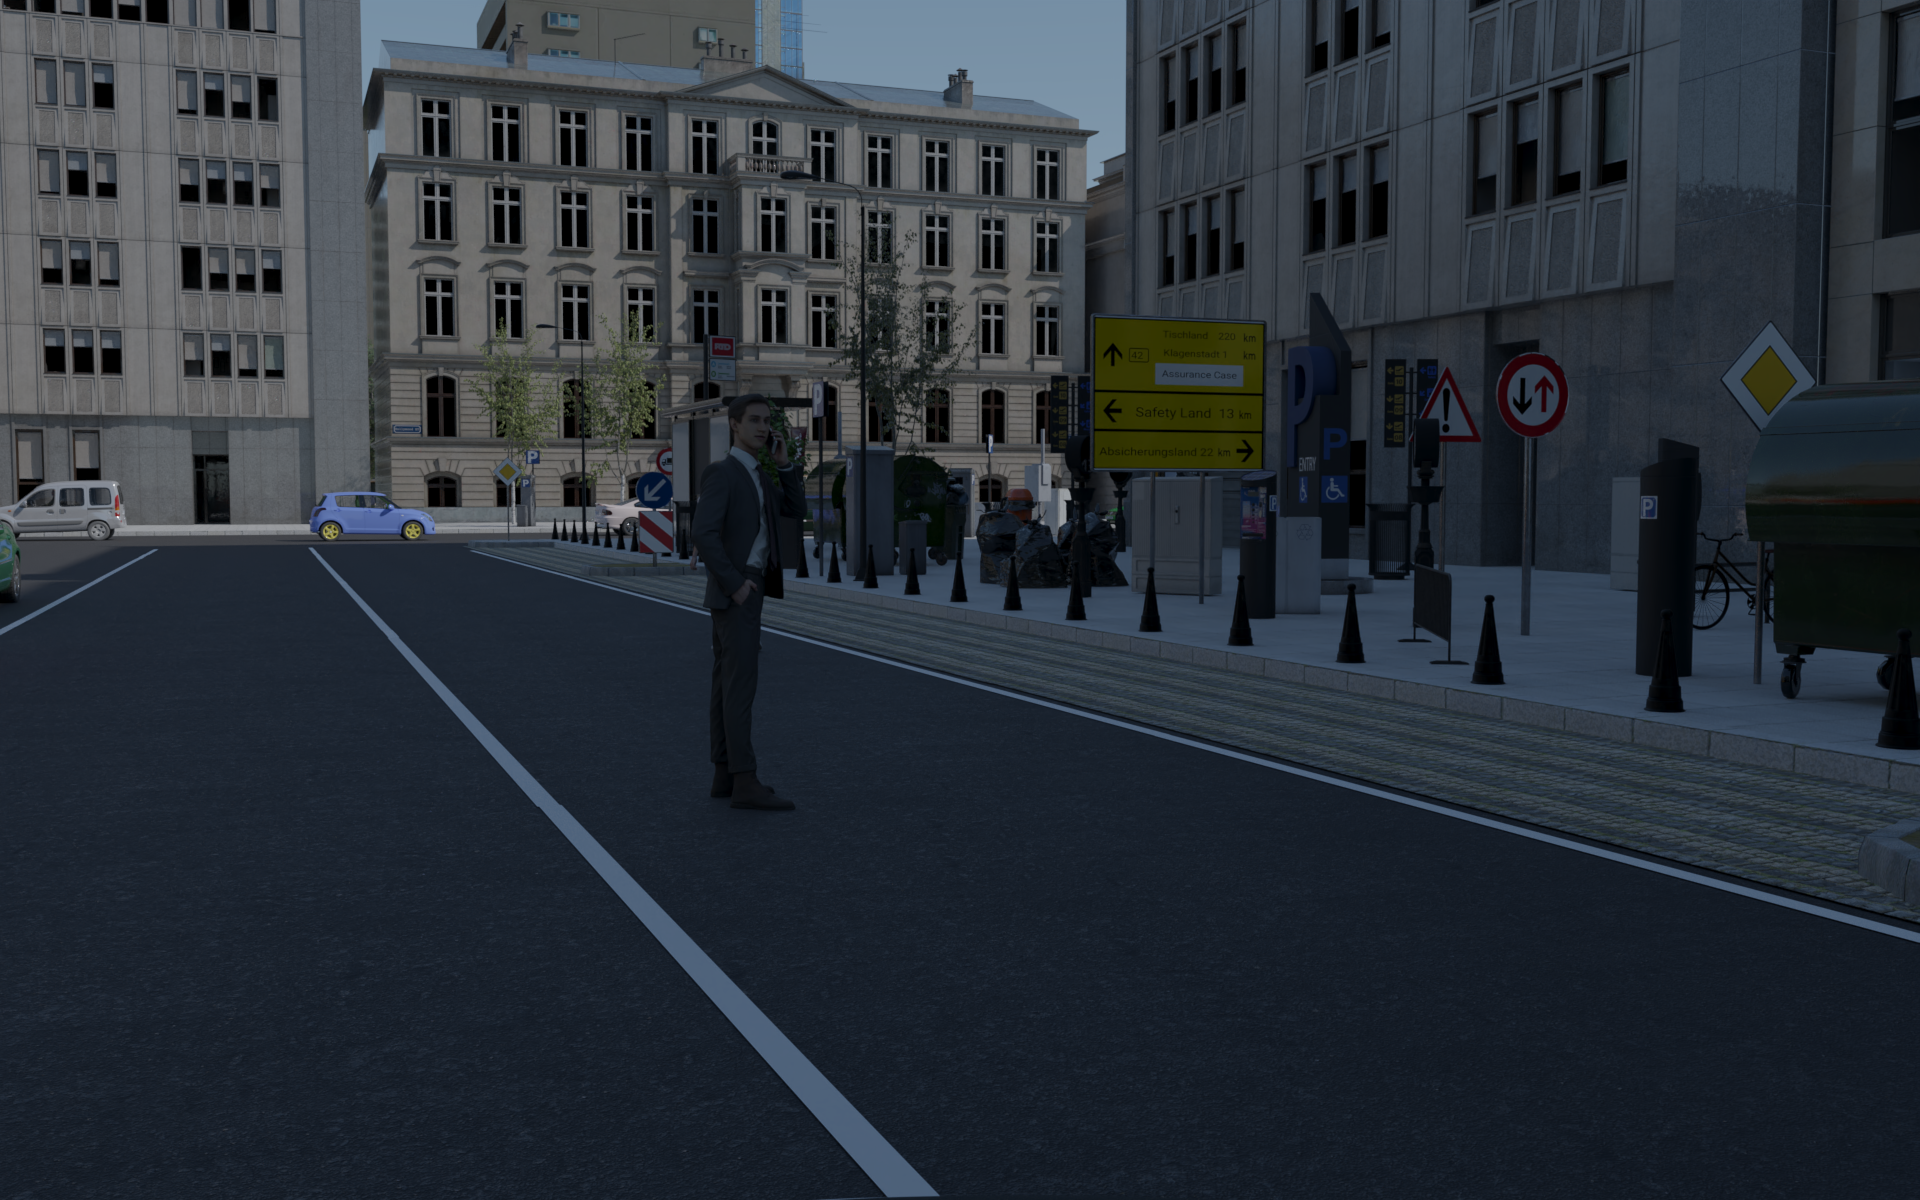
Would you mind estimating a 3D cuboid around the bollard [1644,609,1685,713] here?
[{"bbox_3d":[4.175,0.355,10.245,0.229,0.601,0.229,0,3,0],"label":"bollard"}]

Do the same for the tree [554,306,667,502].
[{"bbox_3d":[-13.380,-7.198,68.050,4.737,8.622,4.395,0,3,0],"label":"tree"}]

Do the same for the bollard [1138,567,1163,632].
[{"bbox_3d":[1.780,-0.008,16.167,0.229,0.601,0.229,0,3,0],"label":"bollard"}]

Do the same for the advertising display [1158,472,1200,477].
[{"bbox_3d":[3.369,-1.303,26.513,0.123,1.923,0.974,3,5,45],"label":"advertising display"}]

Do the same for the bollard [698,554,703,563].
[{"bbox_3d":[-4.815,-1.006,32.492,0.229,0.601,0.229,0,3,0],"label":"bollard"}]

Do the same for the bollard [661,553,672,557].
[{"bbox_3d":[-6.016,-1.188,35.464,0.229,0.601,0.229,0,3,0],"label":"bollard"}]

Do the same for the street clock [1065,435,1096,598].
[{"bbox_3d":[1.511,-1.034,21.481,0.358,2.002,0.471,2,4,35],"label":"street clock"}]

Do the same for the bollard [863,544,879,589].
[{"bbox_3d":[-1.216,-0.462,23.595,0.229,0.601,0.229,0,3,0],"label":"bollard"}]

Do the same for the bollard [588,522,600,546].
[{"bbox_3d":[-9.014,-1.642,42.888,0.229,0.601,0.229,0,3,0],"label":"bollard"}]

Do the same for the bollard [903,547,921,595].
[{"bbox_3d":[-0.608,-0.370,22.087,0.229,0.601,0.229,0,3,0],"label":"bollard"}]

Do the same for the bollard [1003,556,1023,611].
[{"bbox_3d":[0.584,-0.188,19.123,0.229,0.601,0.229,0,3,0],"label":"bollard"}]

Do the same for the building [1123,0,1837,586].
[{"bbox_3d":[13.272,-13.249,34.637,12.078,24.808,19.932,-1,4,-22],"label":"building"}]

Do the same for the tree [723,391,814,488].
[{"bbox_3d":[-3.673,-2.321,32.544,1.663,3.219,1.824,0,3,0],"label":"tree"}]

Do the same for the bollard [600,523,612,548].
[{"bbox_3d":[-8.417,-1.552,41.411,0.229,0.601,0.229,0,3,0],"label":"bollard"}]

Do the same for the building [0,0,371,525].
[{"bbox_3d":[-36.593,-15.719,75.030,19.932,24.808,12.078,-1,4,-22],"label":"building"}]

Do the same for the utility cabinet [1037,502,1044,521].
[{"bbox_3d":[4.193,-4.409,80.764,1.173,1.500,0.318,0,4,-2],"label":"utility cabinet"}]

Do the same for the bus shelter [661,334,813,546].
[{"bbox_3d":[-5.712,-3.897,41.347,2.179,5.291,8.768,-1,4,-22],"label":"bus shelter"}]

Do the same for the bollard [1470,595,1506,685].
[{"bbox_3d":[3.579,0.264,11.723,0.229,0.601,0.229,0,3,0],"label":"bollard"}]

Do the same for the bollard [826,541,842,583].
[{"bbox_3d":[-1.822,-0.553,25.084,0.229,0.601,0.229,0,3,0],"label":"bollard"}]

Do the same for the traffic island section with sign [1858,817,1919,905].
[{"bbox_3d":[4.380,0.162,5.976,1.989,1.847,2.006,-1,4,-22],"label":"traffic island section with sign"}]

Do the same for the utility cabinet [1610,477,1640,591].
[{"bbox_3d":[9.035,-0.851,22.596,0.318,1.500,1.173,-1,4,-21],"label":"utility cabinet"}]

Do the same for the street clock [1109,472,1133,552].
[{"bbox_3d":[3.548,-2.059,38.230,0.471,2.002,0.358,2,4,30],"label":"street clock"}]

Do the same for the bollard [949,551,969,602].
[{"bbox_3d":[-0.012,-0.279,20.609,0.229,0.601,0.229,0,3,0],"label":"bollard"}]

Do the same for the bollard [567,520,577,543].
[{"bbox_3d":[-10.209,-1.823,45.850,0.229,0.601,0.229,0,3,0],"label":"bollard"}]

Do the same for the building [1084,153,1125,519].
[{"bbox_3d":[16.801,-15.586,96.633,24.055,21.916,13.314,-1,4,-22],"label":"building"}]

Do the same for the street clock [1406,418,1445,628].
[{"bbox_3d":[4.459,-0.737,16.617,0.358,2.002,0.471,1,4,12],"label":"street clock"}]

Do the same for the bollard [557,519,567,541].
[{"bbox_3d":[-10.810,-1.914,47.339,0.229,0.601,0.229,0,3,0],"label":"bollard"}]

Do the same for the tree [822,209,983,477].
[{"bbox_3d":[-1.733,-5.779,44.855,4.360,8.622,3.978,0,3,0],"label":"tree"}]

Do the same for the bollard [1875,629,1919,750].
[{"bbox_3d":[4.772,0.445,8.768,0.229,0.601,0.229,0,3,0],"label":"bollard"}]

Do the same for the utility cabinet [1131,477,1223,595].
[{"bbox_3d":[2.757,-0.821,22.095,1.173,1.500,0.318,3,5,39],"label":"utility cabinet"}]

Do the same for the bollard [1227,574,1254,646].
[{"bbox_3d":[2.382,0.083,14.685,0.229,0.601,0.229,0,3,0],"label":"bollard"}]

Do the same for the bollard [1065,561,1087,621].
[{"bbox_3d":[1.184,-0.098,17.647,0.229,0.601,0.229,0,3,0],"label":"bollard"}]

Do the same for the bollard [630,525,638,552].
[{"bbox_3d":[-7.221,-1.371,38.449,0.229,0.601,0.229,0,3,0],"label":"bollard"}]

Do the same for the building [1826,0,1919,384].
[{"bbox_3d":[27.193,-12.634,11.087,19.350,26.468,34.151,-1,4,-22],"label":"building"}]

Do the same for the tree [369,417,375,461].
[{"bbox_3d":[-60.769,-14.623,173.499,7.601,10.594,8.767,-1,4,-9],"label":"tree"}]

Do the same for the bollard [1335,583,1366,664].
[{"bbox_3d":[2.981,0.174,13.200,0.229,0.601,0.229,0,3,0],"label":"bollard"}]

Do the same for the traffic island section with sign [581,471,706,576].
[{"bbox_3d":[-5.717,-1.367,30.977,1.989,1.847,2.006,-1,4,-22],"label":"traffic island section with sign"}]

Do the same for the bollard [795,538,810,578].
[{"bbox_3d":[-2.419,-0.644,26.570,0.229,0.601,0.229,0,3,0],"label":"bollard"}]

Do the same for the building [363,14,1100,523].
[{"bbox_3d":[-11.160,-16.346,86.345,34.723,24.649,14.460,-1,4,-22],"label":"building"}]

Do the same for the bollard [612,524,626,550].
[{"bbox_3d":[-7.820,-1.461,39.933,0.229,0.601,0.229,0,3,0],"label":"bollard"}]

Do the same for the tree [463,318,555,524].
[{"bbox_3d":[-18.701,-7.516,73.252,4.737,8.622,4.395,0,3,0],"label":"tree"}]

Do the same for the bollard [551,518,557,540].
[{"bbox_3d":[-11.415,-2.005,48.829,0.229,0.601,0.229,0,3,0],"label":"bollard"}]

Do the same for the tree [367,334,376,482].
[{"bbox_3d":[-45.614,-14.128,137.643,9.857,13.997,8.962,0,3,0],"label":"tree"}]

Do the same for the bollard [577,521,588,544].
[{"bbox_3d":[-9.610,-1.732,44.365,0.229,0.601,0.229,0,3,0],"label":"bollard"}]

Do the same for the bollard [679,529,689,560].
[{"bbox_3d":[-5.414,-1.097,33.975,0.229,0.601,0.229,0,3,0],"label":"bollard"}]

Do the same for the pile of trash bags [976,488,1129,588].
[{"bbox_3d":[1.156,-0.946,25.213,1.912,1.369,3.447,-1,4,-12],"label":"pile of trash bags"}]
